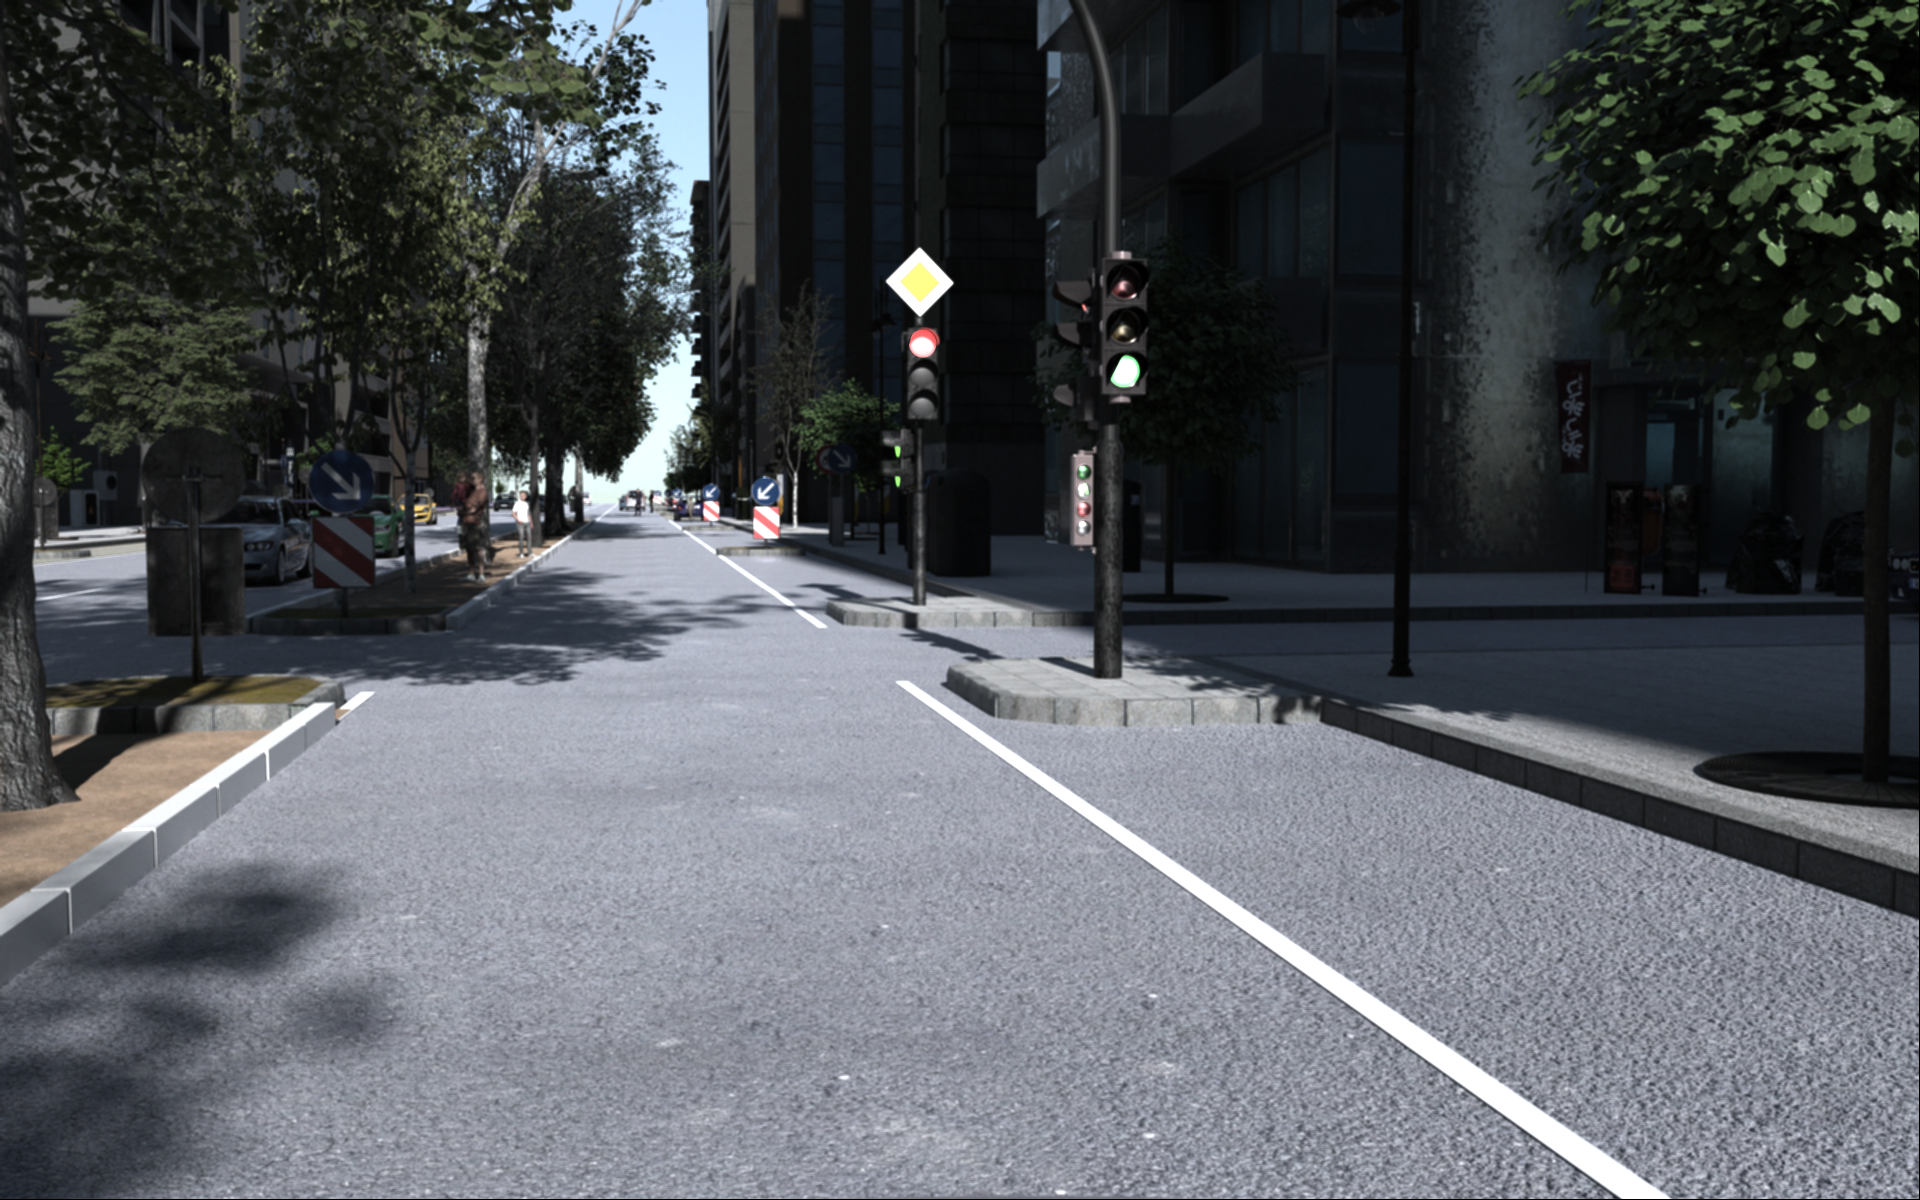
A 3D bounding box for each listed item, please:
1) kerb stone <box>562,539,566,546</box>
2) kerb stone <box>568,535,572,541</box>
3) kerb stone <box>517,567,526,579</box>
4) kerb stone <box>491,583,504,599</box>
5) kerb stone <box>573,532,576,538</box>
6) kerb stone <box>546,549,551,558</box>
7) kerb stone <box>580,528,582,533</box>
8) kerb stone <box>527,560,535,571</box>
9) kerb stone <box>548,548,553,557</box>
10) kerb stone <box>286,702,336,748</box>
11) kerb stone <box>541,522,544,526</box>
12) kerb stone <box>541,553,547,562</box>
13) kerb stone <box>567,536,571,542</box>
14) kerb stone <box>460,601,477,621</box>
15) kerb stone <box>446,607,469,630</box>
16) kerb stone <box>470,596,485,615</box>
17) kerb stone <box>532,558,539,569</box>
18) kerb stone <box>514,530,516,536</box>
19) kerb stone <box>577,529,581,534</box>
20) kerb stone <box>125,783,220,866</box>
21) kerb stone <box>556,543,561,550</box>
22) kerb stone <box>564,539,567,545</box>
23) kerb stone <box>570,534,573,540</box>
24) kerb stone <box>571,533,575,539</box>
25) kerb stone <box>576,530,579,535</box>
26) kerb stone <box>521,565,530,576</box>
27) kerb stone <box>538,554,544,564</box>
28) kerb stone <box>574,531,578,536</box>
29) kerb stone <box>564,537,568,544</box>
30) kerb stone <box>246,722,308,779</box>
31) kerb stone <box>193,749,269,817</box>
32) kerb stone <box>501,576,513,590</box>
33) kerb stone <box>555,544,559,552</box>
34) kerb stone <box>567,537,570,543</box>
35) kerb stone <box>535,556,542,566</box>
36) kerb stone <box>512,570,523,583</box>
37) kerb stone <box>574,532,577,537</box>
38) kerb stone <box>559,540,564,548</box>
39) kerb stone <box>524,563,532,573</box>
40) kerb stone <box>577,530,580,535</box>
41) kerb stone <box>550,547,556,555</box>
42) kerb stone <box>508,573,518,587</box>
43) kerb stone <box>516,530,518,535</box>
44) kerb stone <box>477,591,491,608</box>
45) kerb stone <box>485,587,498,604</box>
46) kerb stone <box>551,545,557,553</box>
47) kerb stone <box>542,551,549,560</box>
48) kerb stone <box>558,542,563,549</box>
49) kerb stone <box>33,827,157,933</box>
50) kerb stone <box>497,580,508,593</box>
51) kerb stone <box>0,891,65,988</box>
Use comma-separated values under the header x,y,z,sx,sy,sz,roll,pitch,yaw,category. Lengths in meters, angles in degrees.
x,y,z,sx,sy,sz,roll,pitch,yaw,category
-10.595,-1.451,45.925,0.120,0.150,1.000,-1,4,-11,kerb stone
-11.561,-1.760,50.967,0.120,0.150,1.000,-1,4,-11,kerb stone
-7.351,-0.403,28.785,0.120,0.150,1.000,-1,4,-11,kerb stone
-6.387,-0.095,23.752,0.120,0.150,1.000,-1,4,-11,kerb stone
-12.137,-1.944,53.985,0.120,0.150,1.000,-1,4,-11,kerb stone
-9.073,-0.958,37.852,0.120,0.150,1.000,-1,4,-11,kerb stone
-13.473,-2.373,61.028,0.120,0.150,1.000,-1,4,-11,kerb stone
-7.933,-0.587,31.805,0.120,0.150,1.000,-1,4,-11,kerb stone
-9.264,-1.017,38.856,0.120,0.150,1.000,-1,4,-11,kerb stone
-3.812,0.736,10.164,0.120,0.150,1.000,-1,4,-11,kerb stone
-19.361,-3.584,80.801,0.120,0.150,1.000,-1,4,-11,kerb stone
-8.691,-0.832,35.839,0.120,0.150,1.000,-1,4,-11,kerb stone
-11.372,-1.698,49.954,0.120,0.150,1.000,-1,4,-11,kerb stone
-5.632,0.151,19.726,0.120,0.150,1.000,-1,4,-11,kerb stone
-5.443,0.212,18.722,0.120,0.150,1.000,-1,4,-11,kerb stone
-5.822,0.093,20.730,0.120,0.150,1.000,-1,4,-11,kerb stone
-8.119,-0.649,32.813,0.120,0.150,1.000,-1,4,-11,kerb stone
-14.963,-2.169,57.655,0.120,0.150,1.000,-1,4,-11,kerb stone
-13.086,-2.252,59.021,0.120,0.150,1.000,-1,4,-11,kerb stone
-3.239,0.921,7.129,0.120,0.150,1.000,-1,4,-11,kerb stone
-10.036,-1.265,42.886,0.120,0.150,1.000,-1,4,-11,kerb stone
-10.800,-1.510,46.927,0.120,0.150,1.000,-1,4,-11,kerb stone
-11.755,-1.818,51.971,0.120,0.150,1.000,-1,4,-11,kerb stone
-11.947,-1.883,52.979,0.120,0.150,1.000,-1,4,-11,kerb stone
-12.709,-2.129,57.004,0.120,0.150,1.000,-1,4,-11,kerb stone
-7.542,-0.459,29.799,0.120,0.150,1.000,-1,4,-11,kerb stone
-8.500,-0.773,34.829,0.120,0.150,1.000,-1,4,-11,kerb stone
-12.522,-2.067,55.997,0.120,0.150,1.000,-1,4,-11,kerb stone
-10.987,-1.574,47.934,0.120,0.150,1.000,-1,4,-11,kerb stone
-3.619,0.798,9.160,0.120,0.150,1.000,-1,4,-11,kerb stone
-3.431,0.860,8.142,0.120,0.150,1.000,-1,4,-11,kerb stone
-6.777,-0.218,25.759,0.120,0.150,1.000,-1,4,-11,kerb stone
-9.836,-1.204,41.881,0.120,0.150,1.000,-1,4,-11,kerb stone
-11.180,-1.636,48.938,0.120,0.150,1.000,-1,4,-11,kerb stone
-8.309,-0.711,33.818,0.120,0.150,1.000,-1,4,-11,kerb stone
-7.150,-0.342,27.782,0.120,0.150,1.000,-1,4,-11,kerb stone
-12.329,-2.003,54.989,0.120,0.150,1.000,-1,4,-11,kerb stone
-10.410,-1.389,44.910,0.120,0.150,1.000,-1,4,-11,kerb stone
-7.741,-0.526,30.801,0.120,0.150,1.000,-1,4,-11,kerb stone
-12.898,-2.190,58.010,0.120,0.150,1.000,-1,4,-11,kerb stone
-9.449,-1.081,39.872,0.120,0.150,1.000,-1,4,-11,kerb stone
-6.968,-0.280,26.770,0.120,0.150,1.000,-1,4,-11,kerb stone
-15.163,-2.227,58.658,0.120,0.150,1.000,-1,4,-11,kerb stone
-6.016,0.028,21.733,0.120,0.150,1.000,-1,4,-11,kerb stone
-6.204,-0.034,22.747,0.120,0.150,1.000,-1,4,-11,kerb stone
-9.648,-1.142,40.876,0.120,0.150,1.000,-1,4,-11,kerb stone
-8.875,-0.893,36.844,0.120,0.150,1.000,-1,4,-11,kerb stone
-10.221,-1.323,43.899,0.120,0.150,1.000,-1,4,-11,kerb stone
-3.050,0.983,6.124,0.120,0.150,1.000,-1,4,-11,kerb stone
-6.589,-0.156,24.754,0.120,0.150,1.000,-1,4,-11,kerb stone
-2.862,1.045,5.116,0.120,0.150,1.000,-1,4,-11,kerb stone
